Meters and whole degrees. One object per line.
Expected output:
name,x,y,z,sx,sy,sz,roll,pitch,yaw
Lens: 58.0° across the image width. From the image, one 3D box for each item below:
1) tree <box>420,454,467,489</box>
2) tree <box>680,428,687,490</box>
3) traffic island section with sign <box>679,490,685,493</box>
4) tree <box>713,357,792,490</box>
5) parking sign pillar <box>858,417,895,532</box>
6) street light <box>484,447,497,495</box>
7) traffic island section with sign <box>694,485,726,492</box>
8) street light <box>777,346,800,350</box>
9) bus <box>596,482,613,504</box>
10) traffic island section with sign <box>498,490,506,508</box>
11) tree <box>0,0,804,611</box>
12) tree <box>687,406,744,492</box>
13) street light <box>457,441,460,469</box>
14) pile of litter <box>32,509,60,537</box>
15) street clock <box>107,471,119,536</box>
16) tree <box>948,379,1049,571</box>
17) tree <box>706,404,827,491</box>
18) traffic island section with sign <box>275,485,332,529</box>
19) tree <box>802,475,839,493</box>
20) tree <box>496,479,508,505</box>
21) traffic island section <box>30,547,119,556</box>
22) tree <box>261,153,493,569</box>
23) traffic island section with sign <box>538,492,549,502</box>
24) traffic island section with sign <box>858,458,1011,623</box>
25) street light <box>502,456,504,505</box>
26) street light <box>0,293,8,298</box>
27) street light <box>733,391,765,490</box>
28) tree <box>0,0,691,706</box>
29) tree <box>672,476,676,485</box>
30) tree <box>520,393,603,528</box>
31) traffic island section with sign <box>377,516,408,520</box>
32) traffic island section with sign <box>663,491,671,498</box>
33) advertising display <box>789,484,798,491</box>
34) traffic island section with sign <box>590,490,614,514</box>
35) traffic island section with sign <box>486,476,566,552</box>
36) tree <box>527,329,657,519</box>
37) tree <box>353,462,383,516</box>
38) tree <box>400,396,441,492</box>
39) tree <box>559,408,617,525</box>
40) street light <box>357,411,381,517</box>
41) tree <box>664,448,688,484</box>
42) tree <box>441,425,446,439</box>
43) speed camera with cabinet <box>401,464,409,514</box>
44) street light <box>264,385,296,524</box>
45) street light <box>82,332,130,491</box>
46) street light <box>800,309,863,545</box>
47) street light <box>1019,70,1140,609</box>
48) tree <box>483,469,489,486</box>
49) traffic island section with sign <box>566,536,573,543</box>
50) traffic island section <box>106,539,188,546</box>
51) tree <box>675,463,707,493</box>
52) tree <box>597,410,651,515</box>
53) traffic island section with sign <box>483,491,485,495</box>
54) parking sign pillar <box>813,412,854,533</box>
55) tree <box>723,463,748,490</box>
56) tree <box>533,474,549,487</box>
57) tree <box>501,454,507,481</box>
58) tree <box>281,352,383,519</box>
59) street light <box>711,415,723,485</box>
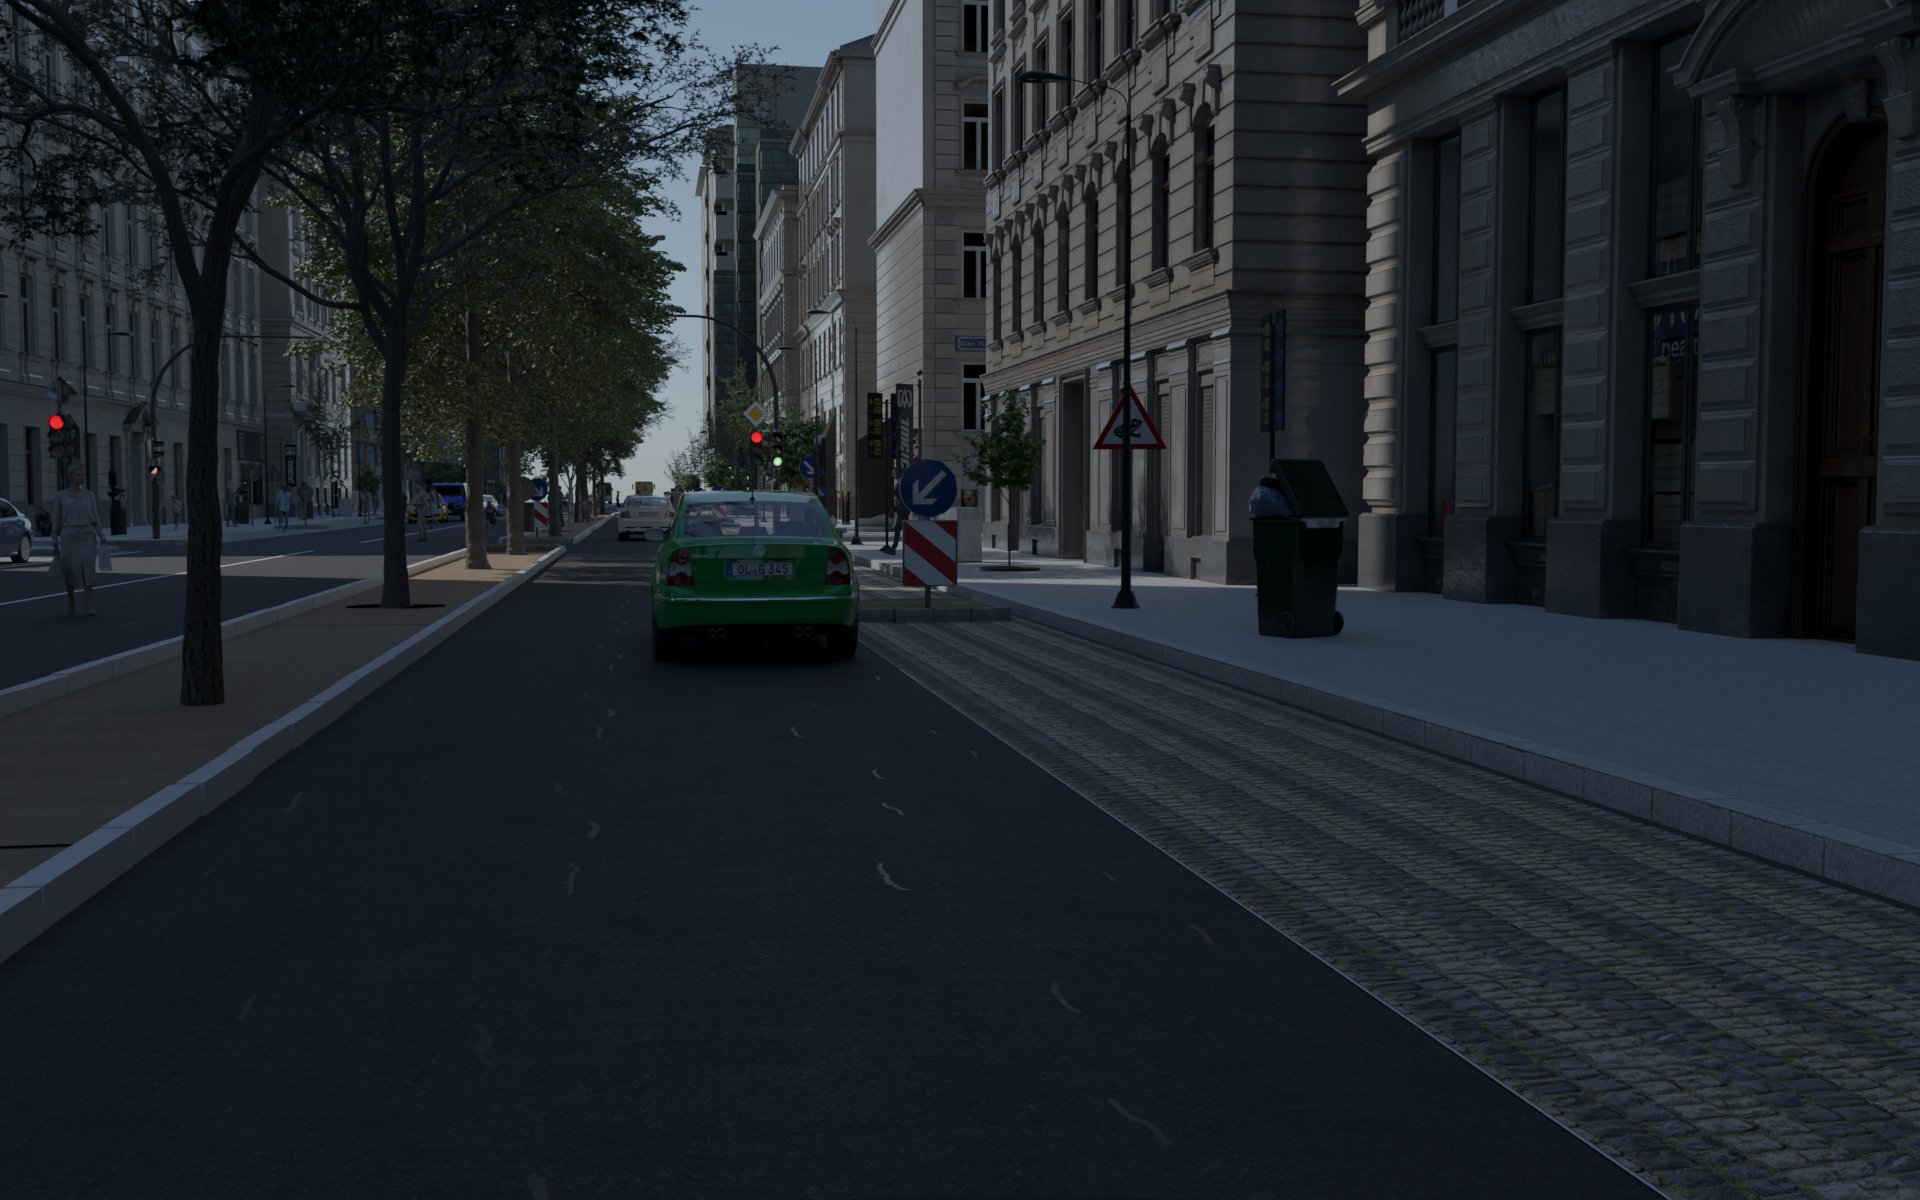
tree,-42.800,-9.742,142.987,4.285,4.588,4.351,0,3,0
tree,-27.511,-14.139,181.539,4.360,8.622,3.978,0,3,0
traffic island section with sign,-15.327,-5.646,100.935,1.989,1.847,2.006,-1,4,-10
tree,-11.240,-8.789,94.066,4.737,8.622,4.395,0,3,0
parking sign pillar,-2.906,-4.303,58.826,1.447,3.967,1.447,-1,4,-18
street light,-46.691,-12.203,172.061,1.470,5.913,1.316,-1,4,-10
traffic island section with sign,-10.476,-4.024,74.418,1.989,1.847,2.006,-1,4,-10
street light,-5.055,-5.019,54.594,1.470,5.913,1.316,-1,4,-10
bus,-53.792,-16.303,261.406,2.948,3.499,13.247,-1,4,-11
traffic island section with sign,-45.693,-10.130,174.257,1.989,1.847,2.006,-1,4,-10
tree,-7.128,-6.643,21.440,12.009,13.543,11.850,0,3,0
tree,-19.652,-11.628,140.486,4.360,8.622,3.978,0,3,0
street light,-42.408,-10.739,148.129,1.470,5.913,1.316,-1,4,-10
pile of litter,-27.702,-2.317,51.852,1.176,0.858,1.719,1,4,21
street clock,-26.159,-2.993,53.501,0.358,2.002,0.471,-2,4,-26
tree,0.858,-2.118,29.236,1.663,3.219,1.824,0,3,0
tree,-6.093,-4.860,63.168,4.285,4.588,4.351,0,3,0
traffic island section with sign,-26.838,-3.810,70.922,1.989,1.847,2.006,-1,4,-10
tree,-5.805,-4.447,67.316,1.663,3.219,1.824,0,3,0
tree,-55.586,-13.168,209.894,1.663,3.219,1.824,0,3,0
traffic island section,-21.455,-1.172,41.440,2.009,0.180,2.903,-1,4,-10
tree,-9.011,-6.824,32.158,7.486,12.596,7.792,0,3,0
traffic island section with sign,-55.589,-13.456,228.630,1.989,1.847,2.006,-1,4,-10
traffic island section with sign,-0.588,-0.703,20.115,1.989,1.847,2.006,-1,4,-10
street light,-51.173,-13.669,196.026,1.470,5.913,1.316,-1,4,-10
street light,-22.645,-4.125,39.988,1.470,5.913,1.316,-1,4,-10
street light,-9.465,-6.485,78.576,1.470,5.913,1.316,-1,4,-10
tree,-5.105,-4.540,11.099,8.767,10.594,7.601,-1,4,-10
tree,-36.101,-15.209,232.375,4.285,4.588,4.351,0,3,0
tree,-16.684,-7.391,73.660,4.737,8.622,4.395,0,3,0
traffic island section with sign,-31.682,-5.433,97.451,1.989,1.847,2.006,-1,4,-10
traffic island section with sign,-29.147,-10.285,176.782,1.989,1.847,2.006,-1,4,-10
advertising display,-8.152,-5.021,87.305,0.974,1.923,0.123,-2,4,-34
traffic island section with sign,-25.867,-7.134,124.778,2.006,1.907,1.989,-1,4,-10
traffic island section with sign,-11.062,-2.167,43.566,2.006,1.907,1.989,-1,4,-10
tree,-21.225,-11.530,97.621,9.857,13.997,8.962,0,3,0
tree,-34.869,-6.600,102.504,1.663,3.219,1.824,0,3,0
tree,-35.655,-9.668,108.436,4.360,8.622,3.978,0,3,0
tree,-19.929,-8.433,90.707,4.360,8.622,3.978,0,3,0
street light,-33.229,-7.638,97.420,1.470,5.913,1.316,-1,4,-10
tree,-45.297,-20.003,277.417,4.737,8.622,4.395,0,3,0
tree,-37.573,-10.266,118.204,4.360,8.622,3.978,0,3,0
speed camera with cabinet,-36.282,-7.248,112.838,0.660,3.252,2.038,-1,4,-13
street light,-28.861,-6.173,73.468,1.470,5.913,1.316,-1,4,-10
street light,-24.425,-4.711,49.563,1.470,5.913,1.316,-1,4,-10
street light,-3.163,-4.359,43.814,1.470,5.913,1.316,-1,4,-10
street light,1.335,-2.858,19.264,1.470,5.913,1.316,-1,4,-10
tree,-45.367,-10.808,160.429,4.285,4.588,4.351,0,3,0
traffic island section with sign,-12.381,-2.613,50.855,2.006,1.907,1.989,-1,4,-10
traffic island section,-22.887,-1.652,49.296,2.009,0.180,2.903,-1,4,-10
tree,-18.659,-9.173,133.686,4.285,4.588,4.351,0,3,0
tree,-24.825,-11.697,119.461,9.928,11.665,9.643,0,3,0
traffic island section with sign,-40.849,-8.508,147.738,1.989,1.847,2.006,-1,4,-10
parking sign pillar,-4.424,-4.172,56.679,1.447,3.967,1.447,1,4,11
tree,-13.536,-6.751,104.986,1.663,3.219,1.824,0,3,0
tree,-66.398,-17.756,274.027,4.285,4.588,4.351,0,3,0
tree,-57.090,-16.688,223.207,4.737,8.622,4.395,0,3,0
tree,-32.385,-8.438,88.319,4.360,8.622,3.978,0,3,0
street light,-13.779,-7.949,102.502,1.470,5.913,1.316,-1,4,-10
